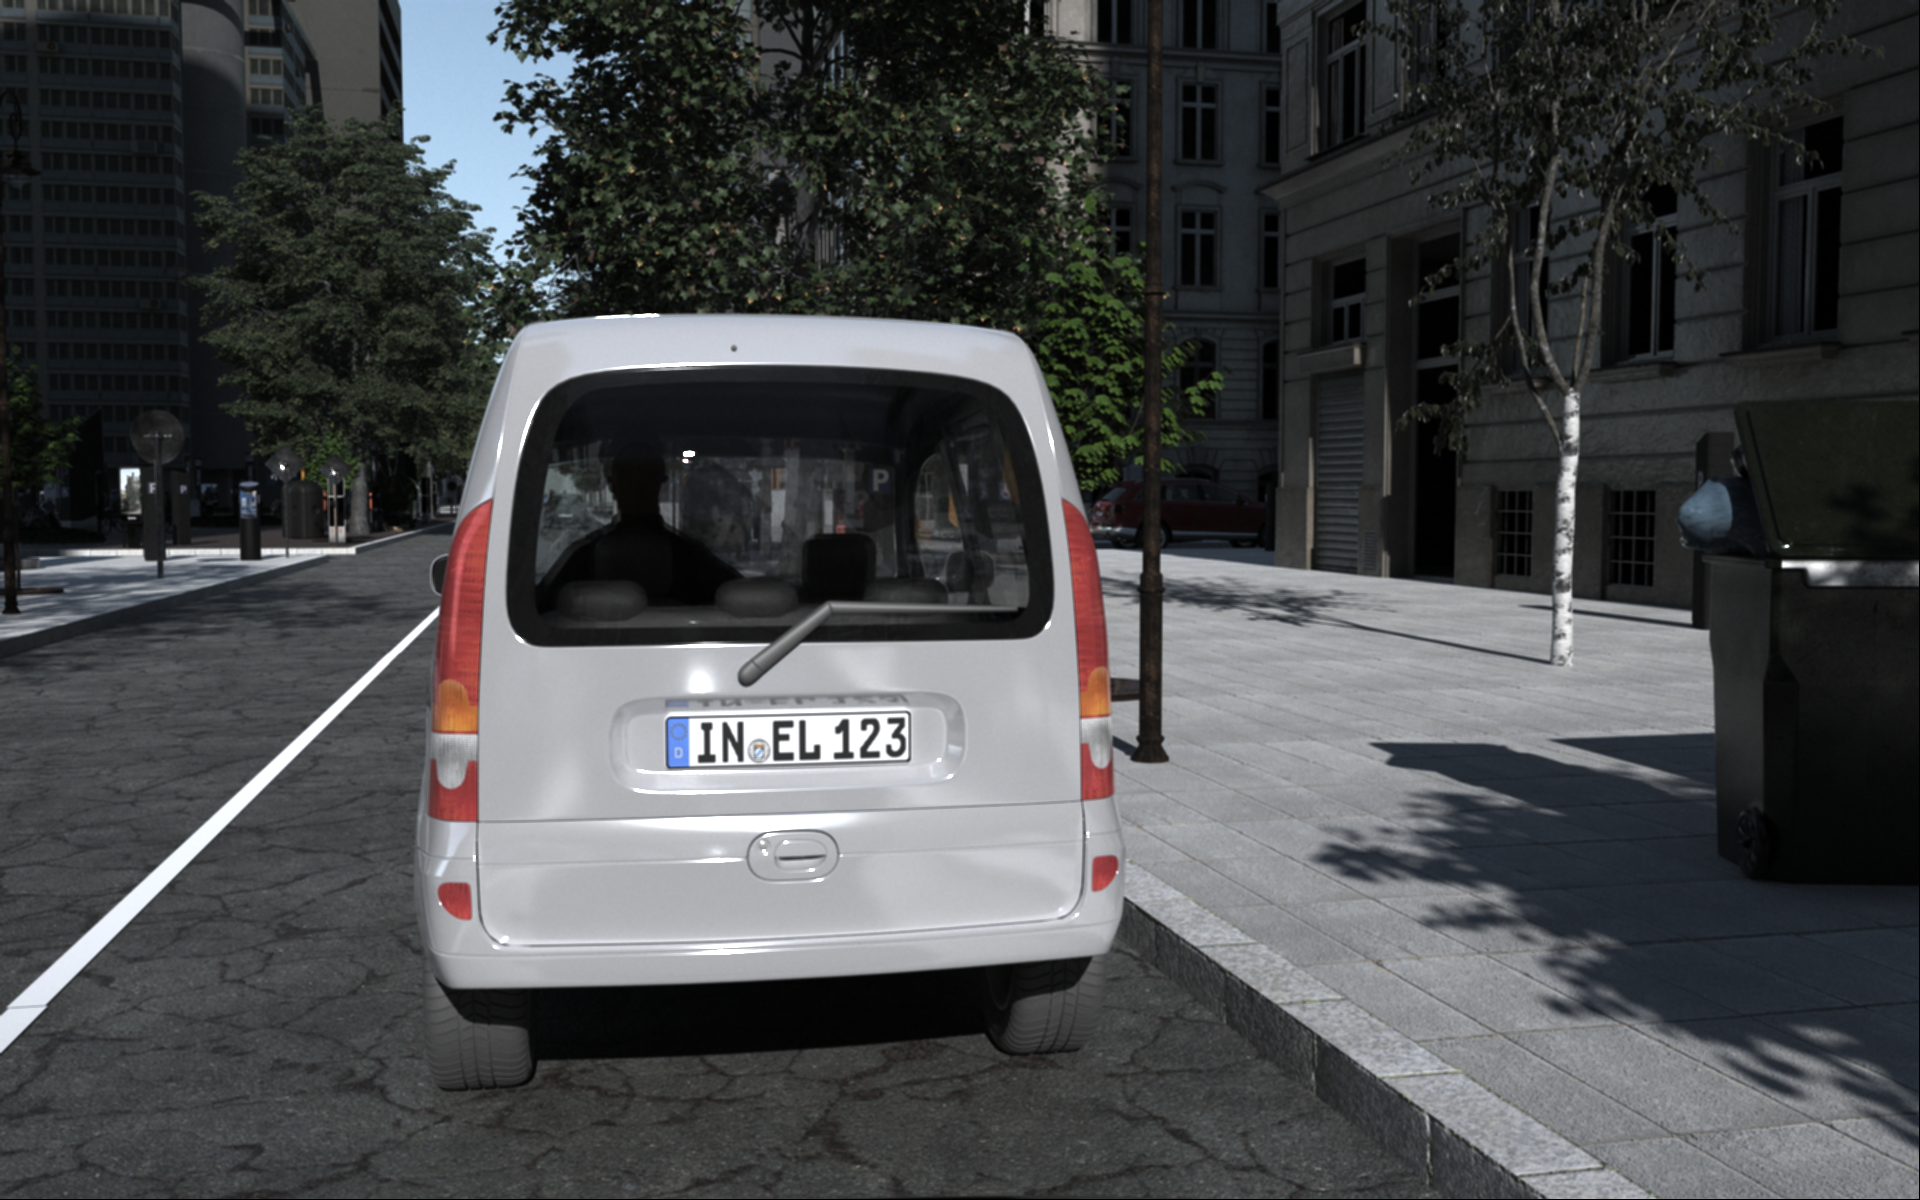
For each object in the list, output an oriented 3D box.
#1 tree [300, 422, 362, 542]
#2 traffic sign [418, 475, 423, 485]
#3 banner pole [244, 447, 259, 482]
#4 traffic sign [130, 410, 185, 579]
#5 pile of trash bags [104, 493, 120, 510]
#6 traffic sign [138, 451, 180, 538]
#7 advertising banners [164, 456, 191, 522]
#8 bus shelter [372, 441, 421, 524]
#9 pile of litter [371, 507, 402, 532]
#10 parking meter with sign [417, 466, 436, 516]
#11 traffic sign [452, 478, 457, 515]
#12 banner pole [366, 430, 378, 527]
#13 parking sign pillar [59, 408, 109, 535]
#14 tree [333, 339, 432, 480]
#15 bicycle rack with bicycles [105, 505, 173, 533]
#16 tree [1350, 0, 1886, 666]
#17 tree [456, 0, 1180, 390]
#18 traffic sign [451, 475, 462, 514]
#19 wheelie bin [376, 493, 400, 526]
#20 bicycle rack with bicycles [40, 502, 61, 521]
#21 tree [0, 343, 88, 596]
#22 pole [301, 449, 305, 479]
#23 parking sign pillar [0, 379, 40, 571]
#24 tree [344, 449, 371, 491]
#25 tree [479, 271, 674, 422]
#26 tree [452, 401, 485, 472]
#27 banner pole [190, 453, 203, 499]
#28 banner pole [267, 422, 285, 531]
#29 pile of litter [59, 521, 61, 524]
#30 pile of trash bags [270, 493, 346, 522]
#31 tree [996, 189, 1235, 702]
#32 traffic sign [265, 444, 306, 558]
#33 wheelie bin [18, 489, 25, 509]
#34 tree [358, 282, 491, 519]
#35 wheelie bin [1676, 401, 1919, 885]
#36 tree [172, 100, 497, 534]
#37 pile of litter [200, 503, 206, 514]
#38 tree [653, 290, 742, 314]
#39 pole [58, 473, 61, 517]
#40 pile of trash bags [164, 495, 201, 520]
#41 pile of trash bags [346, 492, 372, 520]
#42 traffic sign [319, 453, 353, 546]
[{"bbox_3d":[-16.881,-3.192,46.795,1.663,3.219,1.824,0,3,0],"label":"tree"},{"bbox_3d":[-33.050,-6.536,106.860,0.884,2.594,0.081,0,4,-5],"label":"traffic sign"},{"bbox_3d":[-37.305,-6.206,91.477,0.863,3.779,0.401,-3,4,-36],"label":"banner pole"},{"bbox_3d":[-12.154,-1.599,26.256,0.768,2.556,0.104,-1,4,-12],"label":"traffic sign"},{"bbox_3d":[-46.111,-5.261,95.763,3.447,1.369,1.912,0,4,3],"label":"pile of trash bags"},{"bbox_3d":[-13.738,-1.810,29.693,0.768,2.556,0.104,0,4,-6],"label":"traffic sign"},{"bbox_3d":[-35.262,-5.014,78.162,0.090,3.025,2.074,1,4,8],"label":"advertising banners"},{"bbox_3d":[-24.745,-5.207,76.414,1.731,3.624,6.357,-1,4,-13],"label":"bus shelter"},{"bbox_3d":[-19.839,-2.799,59.729,1.176,0.858,1.719,-2,4,-24],"label":"pile of litter"},{"bbox_3d":[-31.626,-6.501,102.545,0.543,3.016,1.738,0,4,6],"label":"parking meter with sign"},{"bbox_3d":[-31.496,-6.437,107.370,0.606,2.300,0.079,-1,4,-13],"label":"traffic sign"},{"bbox_3d":[-22.859,-4.725,67.275,0.401,3.779,0.863,1,4,15],"label":"banner pole"},{"bbox_3d":[-27.359,-4.004,53.938,1.447,3.967,1.447,1,4,21],"label":"parking sign pillar"},{"bbox_3d":[-23.247,-7.347,70.491,4.360,8.622,3.978,0,3,0],"label":"tree"},{"bbox_3d":[-27.152,-2.700,57.527,2.852,0.926,2.925,3,5,40],"label":"bicycle rack with bicycles"},{"bbox_3d":[4.663,-3.826,12.923,4.360,8.622,3.978,0,3,0],"label":"tree"},{"bbox_3d":[-1.976,-6.446,22.397,9.611,12.733,9.660,0,3,0],"label":"tree"},{"bbox_3d":[-33.207,-6.973,114.115,0.768,2.556,0.104,-1,4,-11],"label":"traffic sign"},{"bbox_3d":[-22.797,-3.746,69.157,0.980,1.594,0.693,-2,4,-29],"label":"wheelie bin"},{"bbox_3d":[-44.014,-4.200,82.045,2.925,0.926,2.852,1,4,20],"label":"bicycle rack with bicycles"},{"bbox_3d":[-12.008,-1.690,22.231,1.663,3.219,1.824,0,3,0],"label":"tree"},{"bbox_3d":[-29.943,-5.206,78.953,0.158,3.312,0.155,0,3,0],"label":"pole"},{"bbox_3d":[-16.522,-2.506,29.442,1.447,3.967,1.447,3,4,39],"label":"parking sign pillar"},{"bbox_3d":[-38.742,-7.796,111.175,4.285,4.588,4.351,0,3,0],"label":"tree"},{"bbox_3d":[-15.462,-10.318,79.071,12.009,13.543,11.850,0,3,0],"label":"tree"},{"bbox_3d":[-34.254,-10.507,122.149,4.737,8.622,4.395,0,3,0],"label":"tree"},{"bbox_3d":[-46.162,-7.012,104.660,0.863,3.779,0.401,-3,4,-36],"label":"banner pole"},{"bbox_3d":[-23.546,-4.269,59.820,0.401,3.779,0.863,3,5,40],"label":"banner pole"},{"bbox_3d":[-37.265,-3.568,72.308,1.719,0.858,1.176,3,4,38],"label":"pile of litter"},{"bbox_3d":[-30.655,-4.340,80.714,3.447,1.369,1.912,2,4,32],"label":"pile of trash bags"},{"bbox_3d":[0.916,-1.008,11.078,1.663,3.219,1.824,0,3,0],"label":"tree"},{"bbox_3d":[-13.541,-1.906,34.813,0.795,2.450,0.064,-1,4,-13],"label":"traffic sign"},{"bbox_3d":[-42.941,-4.337,78.821,0.980,1.594,0.693,0,4,2],"label":"wheelie bin"},{"bbox_3d":[-27.616,-10.486,89.567,7.486,12.596,7.792,0,3,0],"label":"tree"},{"bbox_3d":[2.924,0.123,5.904,0.980,1.594,0.693,0,4,4],"label":"wheelie bin"},{"bbox_3d":[-19.368,-9.082,55.138,9.857,13.997,8.962,0,3,0],"label":"tree"},{"bbox_3d":[-45.453,-5.474,103.461,1.176,0.858,1.719,2,4,24],"label":"pile of litter"},{"bbox_3d":[-8.474,-7.322,54.132,7.601,10.594,8.767,-3,5,-42],"label":"tree"},{"bbox_3d":[-50.124,-6.273,96.410,0.158,3.312,0.155,0,3,0],"label":"pole"},{"bbox_3d":[-38.094,-4.527,83.766,1.912,1.369,3.447,0,4,-2],"label":"pile of trash bags"},{"bbox_3d":[-30.951,-4.743,87.295,3.447,1.369,1.912,-3,4,-37],"label":"pile of trash bags"},{"bbox_3d":[-15.338,-2.382,42.594,0.795,2.450,0.064,-1,4,-13],"label":"traffic sign"}]
